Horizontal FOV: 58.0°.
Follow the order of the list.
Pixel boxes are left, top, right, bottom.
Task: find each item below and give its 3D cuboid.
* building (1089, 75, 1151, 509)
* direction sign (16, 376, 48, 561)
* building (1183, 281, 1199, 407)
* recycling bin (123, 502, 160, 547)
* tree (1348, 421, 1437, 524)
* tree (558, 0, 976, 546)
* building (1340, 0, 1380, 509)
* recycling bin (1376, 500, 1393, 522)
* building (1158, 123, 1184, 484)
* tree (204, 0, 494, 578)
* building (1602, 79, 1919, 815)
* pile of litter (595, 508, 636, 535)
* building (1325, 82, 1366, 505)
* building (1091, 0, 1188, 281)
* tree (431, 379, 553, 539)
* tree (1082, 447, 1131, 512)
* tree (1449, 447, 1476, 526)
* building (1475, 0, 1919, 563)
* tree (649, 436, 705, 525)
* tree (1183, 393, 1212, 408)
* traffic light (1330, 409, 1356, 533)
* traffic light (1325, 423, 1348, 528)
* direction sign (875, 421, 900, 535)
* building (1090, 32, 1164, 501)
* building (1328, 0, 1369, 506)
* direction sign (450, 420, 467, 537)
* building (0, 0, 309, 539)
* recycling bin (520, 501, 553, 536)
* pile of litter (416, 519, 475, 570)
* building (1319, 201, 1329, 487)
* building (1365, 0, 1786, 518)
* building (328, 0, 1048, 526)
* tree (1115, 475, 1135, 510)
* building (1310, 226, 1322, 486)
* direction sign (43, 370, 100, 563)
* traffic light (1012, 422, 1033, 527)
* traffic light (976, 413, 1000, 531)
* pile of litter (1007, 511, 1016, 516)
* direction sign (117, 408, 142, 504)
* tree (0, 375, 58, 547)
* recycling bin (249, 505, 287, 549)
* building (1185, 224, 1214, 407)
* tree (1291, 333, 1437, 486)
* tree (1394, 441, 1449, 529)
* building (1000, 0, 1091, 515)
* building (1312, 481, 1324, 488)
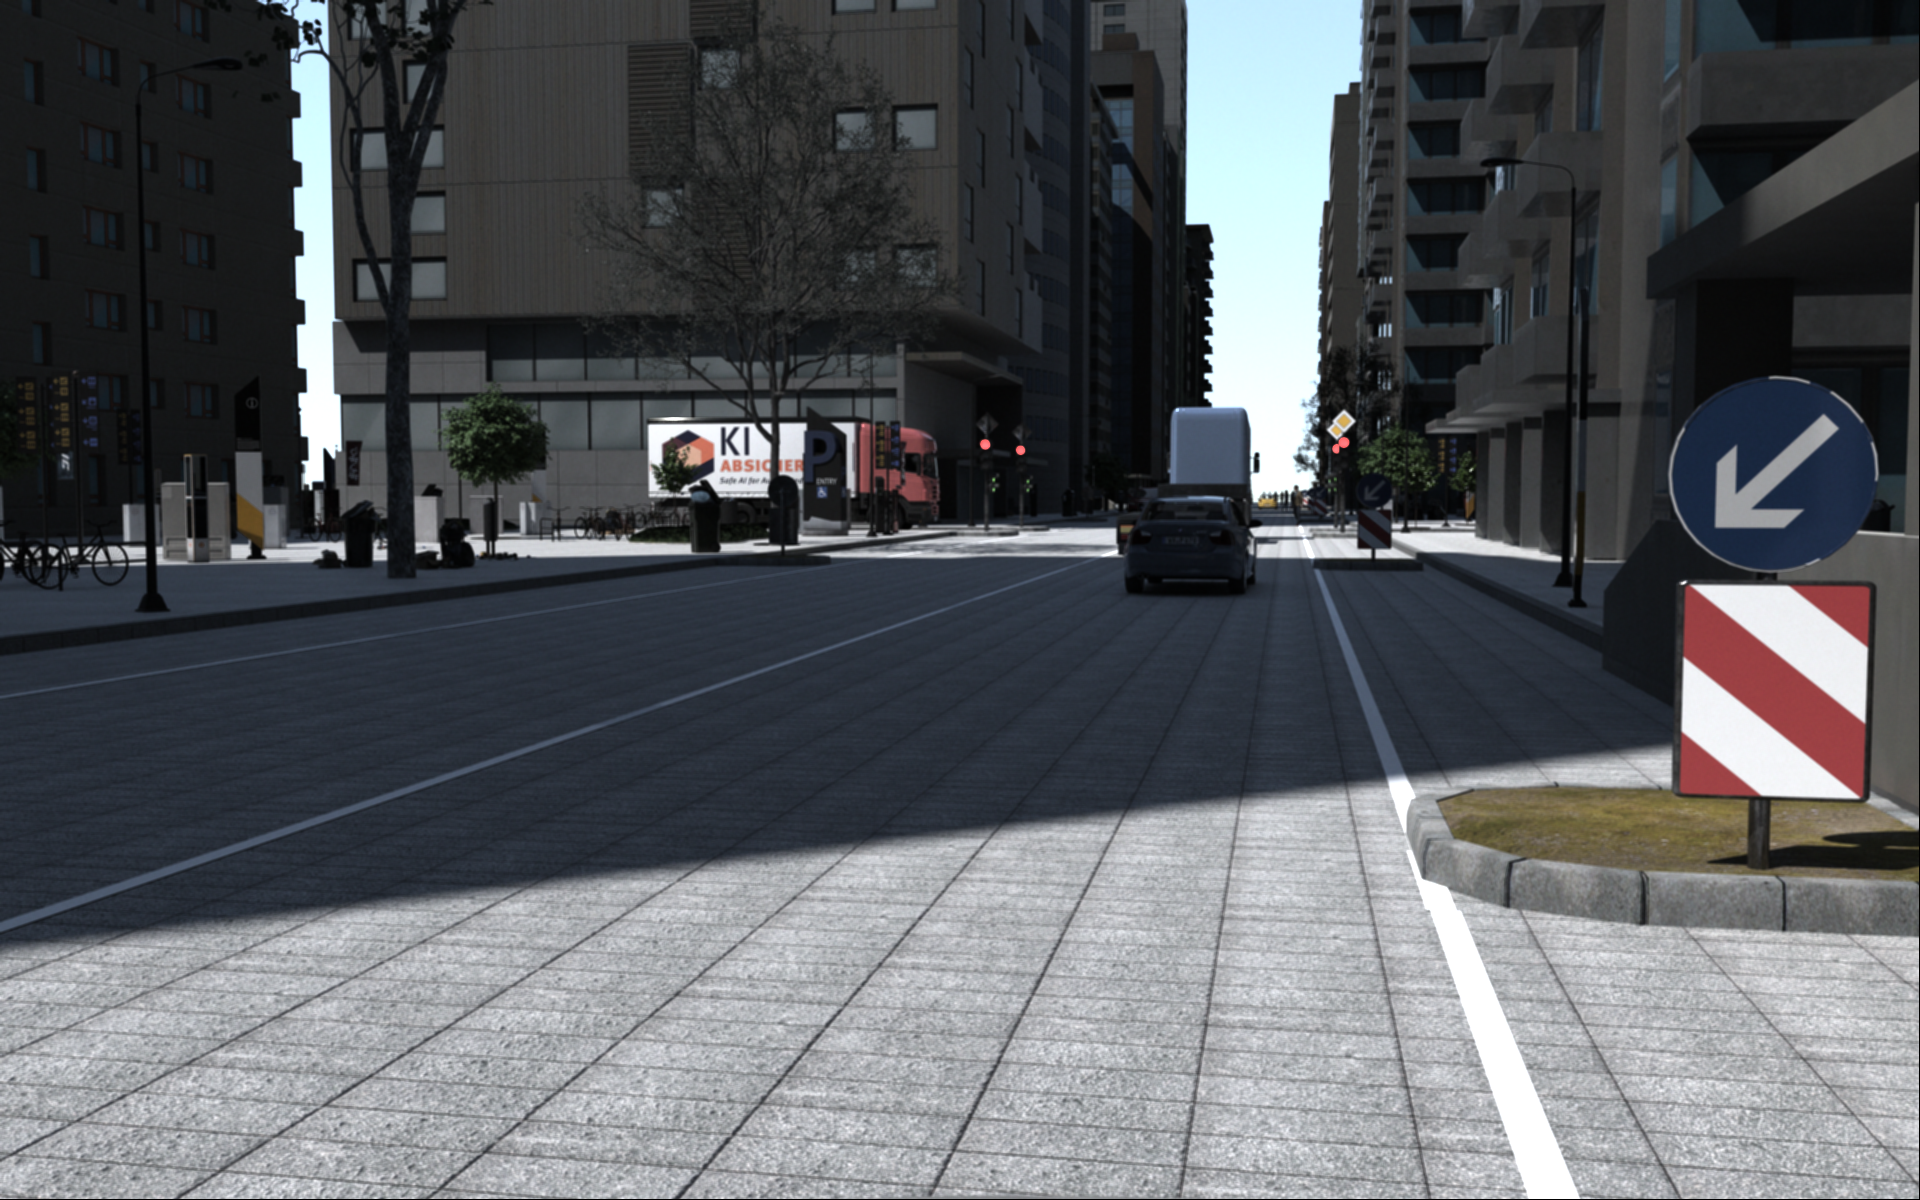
[{"bbox_3d":[0.842,-28.426,156.638,32.217,40.220,23.993,1,4,11],"label":"building"},{"bbox_3d":[-17.715,-2.538,33.494,0.876,3.537,0.379,-1,4,-16],"label":"direction sign"},{"bbox_3d":[24.480,-28.179,232.425,14.160,30.474,14.107,1,4,11],"label":"building"},{"bbox_3d":[-20.006,-1.821,42.334,0.722,1.027,0.722,-2,4,-34],"label":"recycling bin"},{"bbox_3d":[19.207,-5.629,75.748,4.285,4.588,4.351,0,3,0],"label":"tree"},{"bbox_3d":[-4.711,-8.102,42.831,12.009,13.543,11.850,0,3,0],"label":"tree"},{"bbox_3d":[43.384,-43.377,147.459,20.563,71.187,20.611,1,4,11],"label":"building"},{"bbox_3d":[19.591,-4.125,79.995,0.722,1.027,0.722,0,4,6],"label":"recycling bin"},{"bbox_3d":[16.260,-30.818,187.464,14.154,41.232,14.086,1,4,11],"label":"building"},{"bbox_3d":[-7.504,-10.464,26.978,12.611,20.169,13.585,0,3,0],"label":"tree"},{"bbox_3d":[19.816,-19.041,3.203,32.217,40.220,23.993,1,4,11],"label":"building"},{"bbox_3d":[-10.857,-2.513,55.057,1.719,0.858,1.176,-2,4,-32],"label":"pile of litter"},{"bbox_3d":[53.441,-35.206,199.316,21.300,48.544,21.600,1,4,11],"label":"building"},{"bbox_3d":[24.114,-49.580,248.885,20.563,71.187,20.611,1,4,11],"label":"building"},{"bbox_3d":[-13.390,-4.026,49.540,4.285,4.588,4.351,0,3,0],"label":"tree"},{"bbox_3d":[10.330,-8.447,121.825,4.285,4.588,4.351,0,3,0],"label":"tree"},{"bbox_3d":[20.865,-4.656,70.720,1.663,3.219,1.824,0,3,0],"label":"tree"},{"bbox_3d":[23.490,-25.591,38.021,23.786,49.044,30.456,1,4,11],"label":"building"},{"bbox_3d":[-9.699,-3.887,58.151,1.663,3.219,1.824,0,3,0],"label":"tree"},{"bbox_3d":[28.279,-18.968,216.777,9.857,13.997,8.962,0,3,0],"label":"tree"},{"bbox_3d":[12.692,-4.191,57.435,0.839,4.253,0.868,1,4,11],"label":"traffic light"},{"bbox_3d":[14.177,-4.670,65.282,0.839,4.253,0.868,1,4,11],"label":"traffic light"},{"bbox_3d":[-2.245,-3.783,53.857,0.876,3.537,0.379,2,4,28],"label":"direction sign"},{"bbox_3d":[12.894,-32.018,173.608,14.600,45.320,14.200,1,4,11],"label":"building"},{"bbox_3d":[48.957,-52.576,172.287,22.319,86.520,31.000,1,4,11],"label":"building"},{"bbox_3d":[-15.091,-3.686,52.262,0.379,3.537,0.876,1,4,20],"label":"direction sign"},{"bbox_3d":[-40.853,-12.700,52.688,28.899,21.520,27.650,1,4,11],"label":"building"},{"bbox_3d":[-13.201,-2.531,53.938,0.722,1.027,0.722,2,4,34],"label":"recycling bin"},{"bbox_3d":[-9.075,-0.985,30.076,1.176,0.858,1.719,1,4,19],"label":"pile of litter"},{"bbox_3d":[60.337,-37.025,255.468,14.600,45.320,14.200,1,4,11],"label":"building"},{"bbox_3d":[39.738,-30.583,119.646,23.786,49.044,30.456,1,4,11],"label":"building"},{"bbox_3d":[-10.835,-30.148,82.160,28.713,52.752,27.495,1,4,11],"label":"building"},{"bbox_3d":[12.872,-8.778,138.116,1.663,3.219,1.824,0,3,0],"label":"tree"},{"bbox_3d":[68.570,-40.216,277.134,23.786,49.044,30.456,1,4,11],"label":"building"},{"bbox_3d":[-16.220,-2.436,31.833,0.876,3.537,0.379,0,4,5],"label":"direction sign"},{"bbox_3d":[2.420,-4.805,67.482,0.839,4.253,0.868,1,4,11],"label":"traffic light"},{"bbox_3d":[0.935,-4.325,59.636,0.839,4.253,0.868,1,4,11],"label":"traffic light"},{"bbox_3d":[2.681,-5.261,99.974,1.176,0.858,1.719,3,5,40],"label":"pile of litter"},{"bbox_3d":[-22.115,-3.314,46.173,0.379,3.537,0.876,1,4,12],"label":"direction sign"},{"bbox_3d":[-23.825,-3.582,42.276,4.285,4.588,4.351,0,3,0],"label":"tree"},{"bbox_3d":[-16.255,-1.719,40.653,0.722,1.027,0.722,-1,4,-11],"label":"recycling bin"},{"bbox_3d":[28.606,-37.881,273.974,22.147,44.769,28.867,1,4,11],"label":"building"},{"bbox_3d":[23.383,-10.105,99.633,8.767,10.594,7.601,2,4,24],"label":"tree"},{"bbox_3d":[16.725,-4.236,63.866,1.663,3.219,1.824,0,3,0],"label":"tree"},{"bbox_3d":[-3.221,-35.166,116.968,21.231,58.520,28.212,1,4,11],"label":"building"},{"bbox_3d":[64.493,-33.229,235.176,32.217,40.220,23.993,1,4,11],"label":"building"}]
